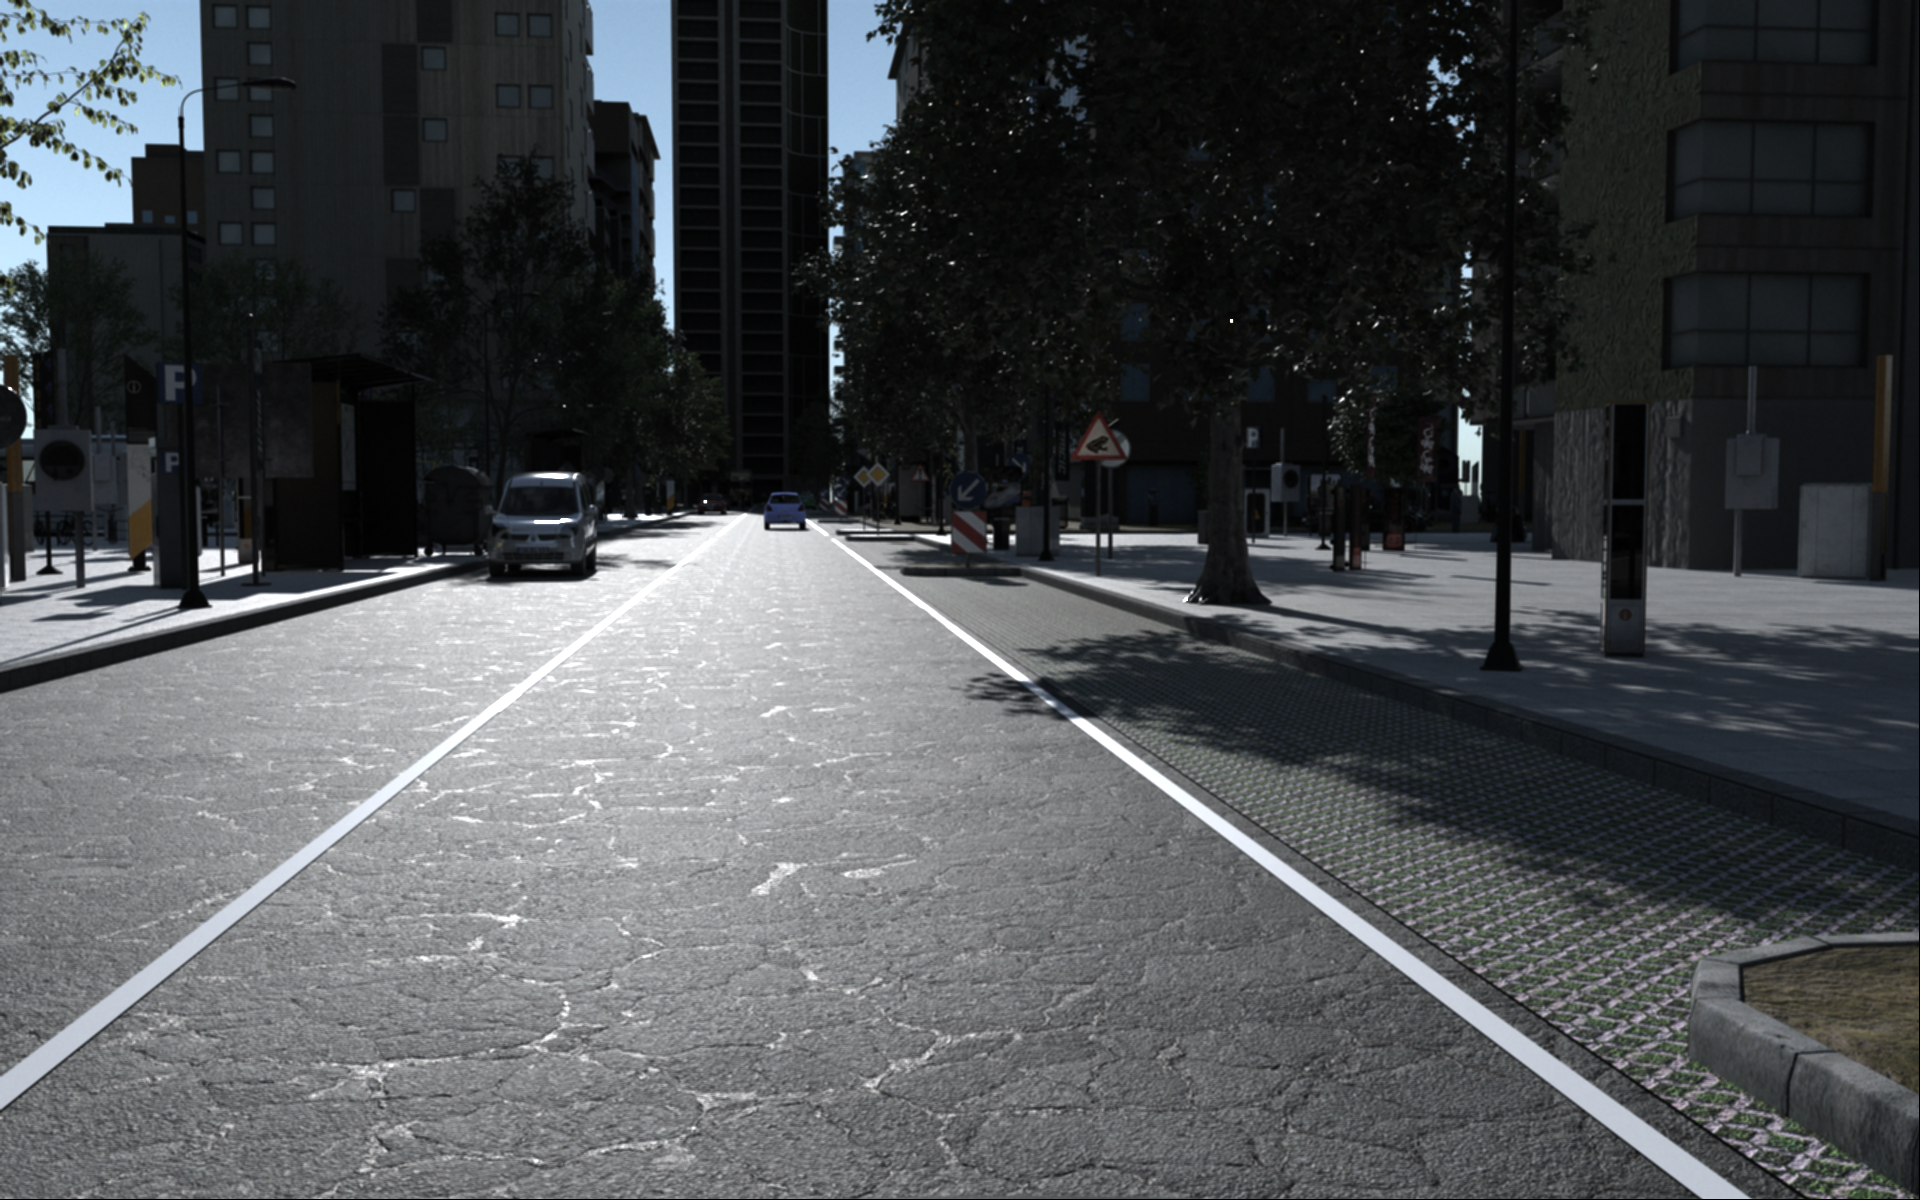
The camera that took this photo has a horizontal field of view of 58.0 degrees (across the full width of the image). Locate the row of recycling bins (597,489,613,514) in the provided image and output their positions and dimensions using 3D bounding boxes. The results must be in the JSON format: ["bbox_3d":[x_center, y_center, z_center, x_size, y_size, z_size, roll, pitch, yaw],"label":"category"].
[{"bbox_3d":[-23.906,-6.568,114.496,1.069,1.692,3.534,0,4,8],"label":"row of recycling bins"}]

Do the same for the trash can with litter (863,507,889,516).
[{"bbox_3d":[-4.542,-5.511,101.162,2.233,1.210,1.678,0,4,-3],"label":"trash can with litter"}]

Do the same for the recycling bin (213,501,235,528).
[{"bbox_3d":[-27.903,-3.247,65.647,0.722,1.027,0.722,-1,4,-17],"label":"recycling bin"}]

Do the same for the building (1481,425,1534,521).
[{"bbox_3d":[37.475,-28.132,83.661,21.600,48.544,21.300,0,4,-6],"label":"building"}]

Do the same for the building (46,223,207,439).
[{"bbox_3d":[-89.118,-25.508,188.757,14.107,30.474,14.160,0,4,-6],"label":"building"}]

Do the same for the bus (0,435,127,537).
[{"bbox_3d":[-32.594,-3.653,54.589,13.247,3.499,2.948,0,4,-5],"label":"bus"}]

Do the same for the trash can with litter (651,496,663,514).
[{"bbox_3d":[-19.242,-5.964,108.904,1.055,1.170,0.624,1,4,9],"label":"trash can with litter"}]

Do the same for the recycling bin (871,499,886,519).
[{"bbox_3d":[-4.295,-4.798,91.001,0.722,1.027,0.722,0,4,-7],"label":"recycling bin"}]

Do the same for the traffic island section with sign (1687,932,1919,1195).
[{"bbox_3d":[2.877,0.282,4.019,1.989,1.847,2.006,0,4,-6],"label":"traffic island section with sign"}]

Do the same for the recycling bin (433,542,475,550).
[{"bbox_3d":[-12.122,-1.769,41.481,0.722,1.027,0.722,2,4,35],"label":"recycling bin"}]

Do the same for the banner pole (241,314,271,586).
[{"bbox_3d":[-9.925,-2.107,24.460,0.401,3.779,0.863,0,4,-7],"label":"banner pole"}]

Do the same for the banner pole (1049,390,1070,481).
[{"bbox_3d":[2.291,-3.112,40.903,0.863,3.779,0.401,-3,4,-36],"label":"banner pole"}]

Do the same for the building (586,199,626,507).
[{"bbox_3d":[-40.247,-24.221,167.722,14.160,30.474,14.107,0,4,-6],"label":"building"}]

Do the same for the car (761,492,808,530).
[{"bbox_3d":[-7.204,-3.763,71.122,1.945,1.707,3.694,0,4,-7],"label":"car"}]

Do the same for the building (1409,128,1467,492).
[{"bbox_3d":[43.123,-33.271,198.604,28.867,44.769,22.147,0,4,-6],"label":"building"}]

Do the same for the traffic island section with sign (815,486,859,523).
[{"bbox_3d":[-6.043,-4.725,85.876,1.989,1.847,2.006,0,4,-6],"label":"traffic island section with sign"}]

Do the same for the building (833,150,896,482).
[{"bbox_3d":[-2.328,-37.978,240.553,30.456,49.044,23.786,0,4,-6],"label":"building"}]

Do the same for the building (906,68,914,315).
[{"bbox_3d":[2.202,-31.807,170.150,14.600,45.320,14.200,0,4,-6],"label":"building"}]

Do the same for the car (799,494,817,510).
[{"bbox_3d":[-13.585,-8.788,152.483,1.959,1.807,4.718,0,4,-5],"label":"car"}]

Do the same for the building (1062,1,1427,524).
[{"bbox_3d":[11.937,-26.234,79.032,14.200,45.320,14.600,0,4,-6],"label":"building"}]

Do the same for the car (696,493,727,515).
[{"bbox_3d":[-17.289,-6.842,120.902,2.155,1.783,4.494,0,4,-4],"label":"car"}]

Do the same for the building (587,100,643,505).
[{"bbox_3d":[-43.444,-33.252,193.786,14.200,45.320,14.600,0,4,-6],"label":"building"}]

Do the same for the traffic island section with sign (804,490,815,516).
[{"bbox_3d":[-8.987,-6.379,112.920,1.989,1.847,2.006,0,4,-6],"label":"traffic island section with sign"}]

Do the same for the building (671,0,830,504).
[{"bbox_3d":[-28.194,-48.794,236.028,20.611,71.187,20.563,0,4,-6],"label":"building"}]

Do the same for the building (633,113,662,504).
[{"bbox_3d":[-53.359,-39.612,236.898,27.495,52.752,28.713,0,4,-6],"label":"building"}]

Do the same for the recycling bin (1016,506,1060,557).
[{"bbox_3d":[1.607,-1.422,35.804,0.722,1.027,0.722,2,4,26],"label":"recycling bin"}]

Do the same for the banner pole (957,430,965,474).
[{"bbox_3d":[0.148,-3.844,52.864,0.401,3.779,0.863,-3,4,-39],"label":"banner pole"}]

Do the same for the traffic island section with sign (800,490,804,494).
[{"bbox_3d":[-14.416,-9.425,162.729,1.989,1.847,2.006,0,4,-6],"label":"traffic island section with sign"}]

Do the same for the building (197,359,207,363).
[{"bbox_3d":[-65.460,-53.411,185.939,31.000,86.520,22.319,0,4,-6],"label":"building"}]

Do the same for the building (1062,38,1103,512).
[{"bbox_3d":[3.996,-30.933,155.862,14.600,45.320,14.200,0,4,-6],"label":"building"}]

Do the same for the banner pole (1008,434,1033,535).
[{"bbox_3d":[1.747,-3.945,54.512,0.863,3.779,0.401,2,4,30],"label":"banner pole"}]

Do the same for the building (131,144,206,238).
[{"bbox_3d":[-97.197,-35.173,225.187,14.200,45.320,14.600,0,4,-6],"label":"building"}]

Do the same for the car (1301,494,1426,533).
[{"bbox_3d":[13.782,-3.023,59.217,4.222,1.686,2.009,0,4,-5],"label":"car"}]

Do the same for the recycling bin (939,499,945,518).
[{"bbox_3d":[-0.938,-4.844,91.756,0.722,1.027,0.722,-1,4,-17],"label":"recycling bin"}]

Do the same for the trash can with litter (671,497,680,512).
[{"bbox_3d":[-20.719,-7.020,126.170,0.624,1.170,1.055,-3,5,-40],"label":"trash can with litter"}]

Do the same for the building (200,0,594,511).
[{"bbox_3d":[-45.314,-34.014,145.367,28.713,52.752,27.495,0,4,-6],"label":"building"}]

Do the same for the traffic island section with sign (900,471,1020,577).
[{"bbox_3d":[-0.043,-1.357,30.816,1.989,1.847,2.006,0,4,-6],"label":"traffic island section with sign"}]

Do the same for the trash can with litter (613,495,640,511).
[{"bbox_3d":[-25.717,-7.477,133.306,2.233,1.210,1.678,0,4,6],"label":"trash can with litter"}]

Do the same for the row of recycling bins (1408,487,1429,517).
[{"bbox_3d":[25.373,-5.457,96.330,1.069,1.692,3.534,2,4,27],"label":"row of recycling bins"}]

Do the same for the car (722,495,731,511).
[{"bbox_3d":[-20.728,-8.390,149.750,1.945,1.354,3.894,0,4,-6],"label":"car"}]

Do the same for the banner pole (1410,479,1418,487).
[{"bbox_3d":[35.800,-8.981,136.860,0.863,3.779,0.401,0,4,4],"label":"banner pole"}]

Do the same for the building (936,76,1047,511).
[{"bbox_3d":[10.975,-49.110,115.619,22.319,86.520,31.000,0,4,-6],"label":"building"}]

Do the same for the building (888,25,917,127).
[{"bbox_3d":[7.308,-36.841,191.587,28.713,52.752,27.495,0,4,-6],"label":"building"}]

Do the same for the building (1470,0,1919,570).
[{"bbox_3d":[18.540,-21.527,35.558,14.154,41.232,14.086,0,4,-6],"label":"building"}]

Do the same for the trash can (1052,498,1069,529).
[{"bbox_3d":[3.678,-3.196,63.906,0.748,1.137,0.748,0,3,0],"label":"trash can"}]

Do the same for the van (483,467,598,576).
[{"bbox_3d":[-7.567,-1.499,31.526,2.013,2.044,4.112,0,4,-8],"label":"van"}]

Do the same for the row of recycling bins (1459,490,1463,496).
[{"bbox_3d":[38.134,-7.834,135.200,1.069,1.692,3.534,-1,4,-12],"label":"row of recycling bins"}]
